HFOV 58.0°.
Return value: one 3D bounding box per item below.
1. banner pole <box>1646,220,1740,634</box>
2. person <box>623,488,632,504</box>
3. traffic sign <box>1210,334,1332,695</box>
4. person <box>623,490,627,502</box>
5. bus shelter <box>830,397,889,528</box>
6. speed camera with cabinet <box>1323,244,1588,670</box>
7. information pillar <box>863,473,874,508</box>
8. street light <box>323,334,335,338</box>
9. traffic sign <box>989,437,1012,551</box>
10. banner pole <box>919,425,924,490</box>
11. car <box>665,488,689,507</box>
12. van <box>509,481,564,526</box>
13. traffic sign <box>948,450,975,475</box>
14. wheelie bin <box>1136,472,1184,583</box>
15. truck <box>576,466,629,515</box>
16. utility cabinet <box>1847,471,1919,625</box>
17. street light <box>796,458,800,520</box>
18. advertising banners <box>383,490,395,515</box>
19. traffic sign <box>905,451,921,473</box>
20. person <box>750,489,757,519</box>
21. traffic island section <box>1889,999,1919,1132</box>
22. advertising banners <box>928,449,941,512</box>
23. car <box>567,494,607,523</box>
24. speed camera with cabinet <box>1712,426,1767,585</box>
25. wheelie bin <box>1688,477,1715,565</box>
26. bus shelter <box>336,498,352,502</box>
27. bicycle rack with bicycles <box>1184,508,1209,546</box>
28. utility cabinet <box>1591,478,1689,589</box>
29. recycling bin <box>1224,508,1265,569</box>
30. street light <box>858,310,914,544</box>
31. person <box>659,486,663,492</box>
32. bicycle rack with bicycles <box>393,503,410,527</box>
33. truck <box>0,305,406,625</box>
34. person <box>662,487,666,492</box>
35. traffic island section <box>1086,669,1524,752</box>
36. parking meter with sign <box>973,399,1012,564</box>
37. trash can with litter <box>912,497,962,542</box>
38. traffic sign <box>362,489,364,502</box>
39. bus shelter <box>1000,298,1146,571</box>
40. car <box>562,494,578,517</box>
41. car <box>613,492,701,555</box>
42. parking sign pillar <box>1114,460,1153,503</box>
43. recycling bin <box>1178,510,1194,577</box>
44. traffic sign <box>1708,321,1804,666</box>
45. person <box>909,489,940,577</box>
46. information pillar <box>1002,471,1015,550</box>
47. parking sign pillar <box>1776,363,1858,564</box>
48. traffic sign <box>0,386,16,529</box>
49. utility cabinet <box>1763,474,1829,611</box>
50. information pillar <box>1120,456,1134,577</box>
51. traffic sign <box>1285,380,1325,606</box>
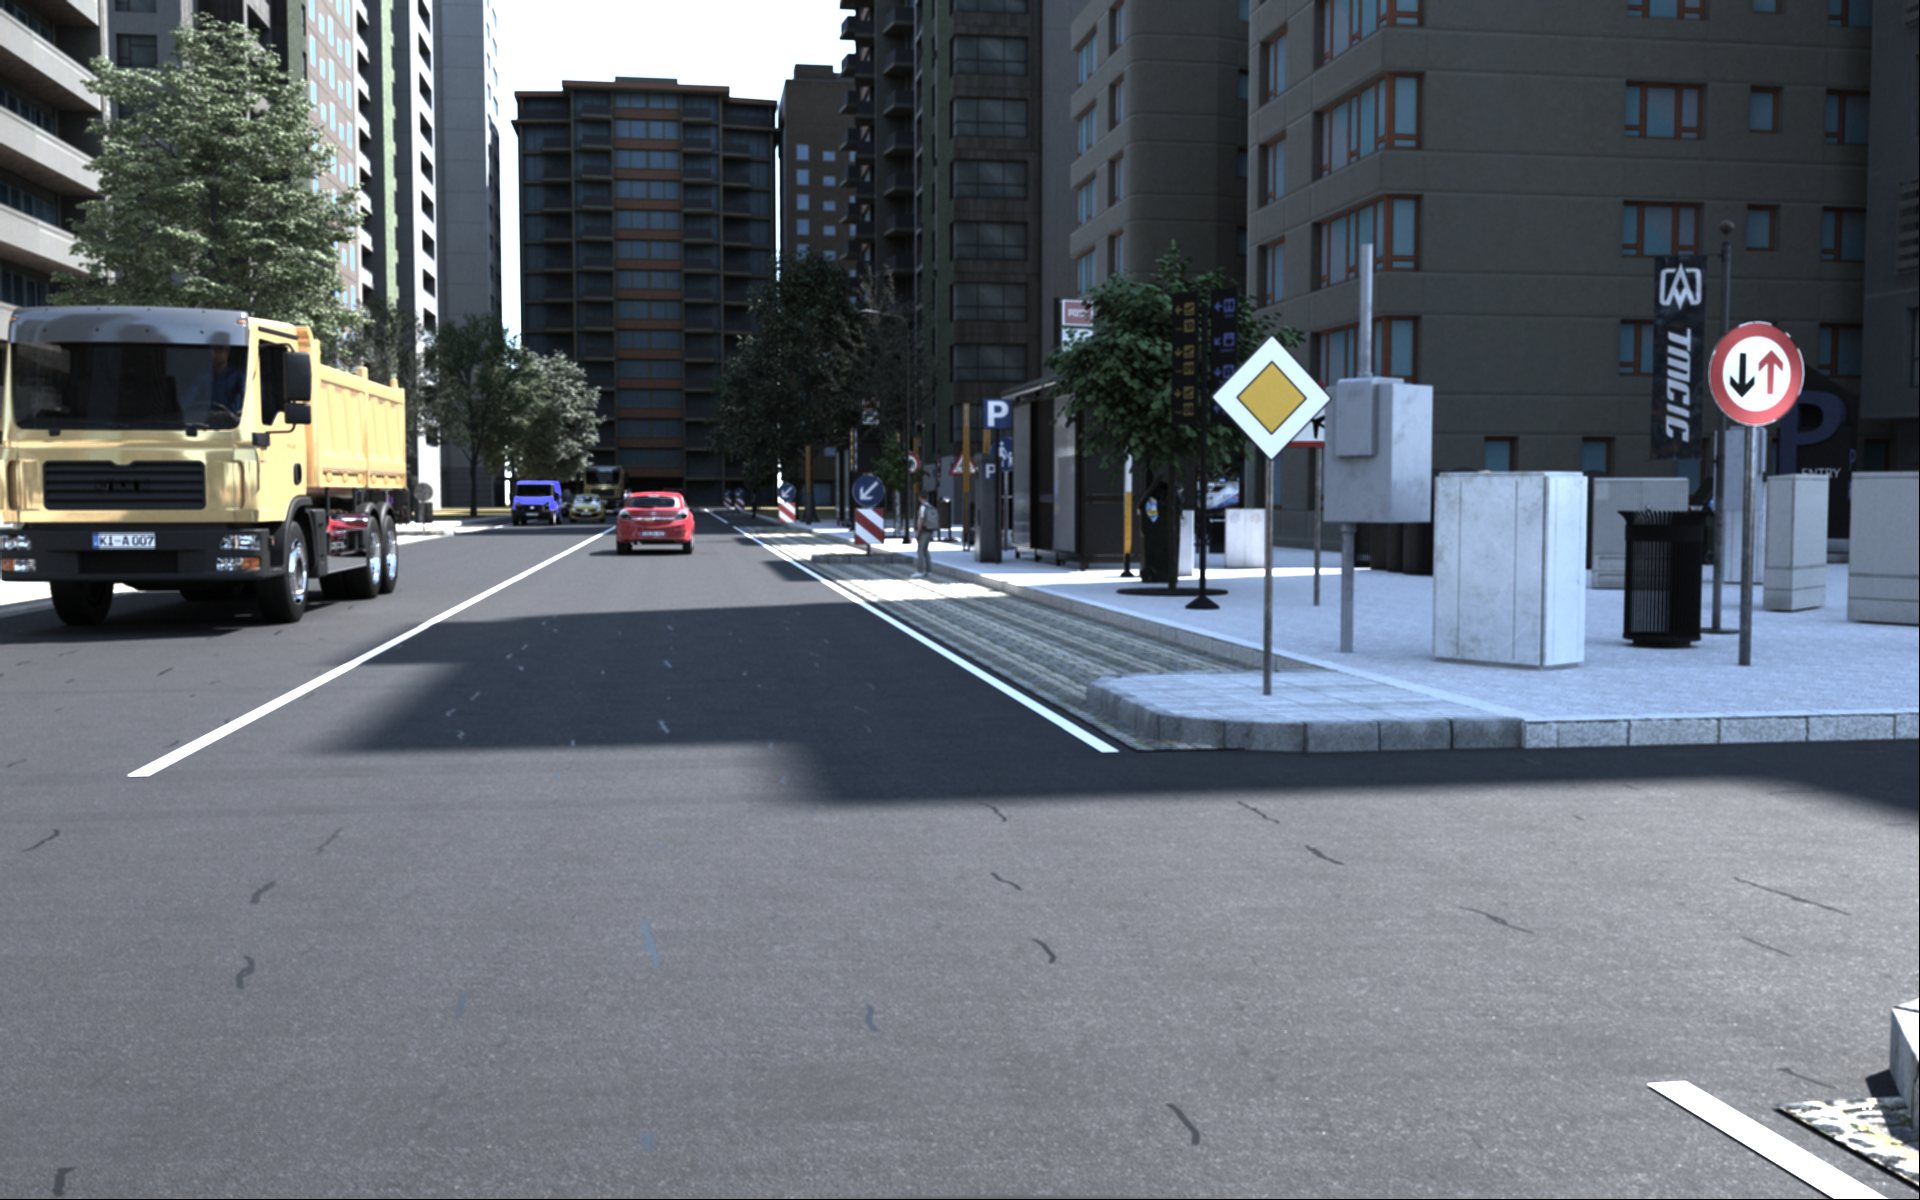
[{"bbox_3d":[6.778,-1.587,15.965,0.863,3.779,0.401,0,4,7],"label":"banner pole"},{"bbox_3d":[-16.228,-4.642,85.334,0.756,1.711,0.436,-1,4,-17],"label":"person"},{"bbox_3d":[1.960,-0.450,10.999,0.795,2.450,0.064,-1,4,-9],"label":"traffic sign"},{"bbox_3d":[-26.931,-8.002,140.065,0.721,1.736,1.217,0,4,8],"label":"person"},{"bbox_3d":[-3.983,-5.600,69.189,2.179,5.291,8.768,-1,4,-9],"label":"bus shelter"},{"bbox_3d":[3.802,-1.166,13.406,0.660,3.252,2.038,-3,5,-39],"label":"speed camera with cabinet"},{"bbox_3d":[-3.251,-3.482,61.416,0.304,2.012,0.304,1,4,14],"label":"information pillar"},{"bbox_3d":[-18.795,-4.750,50.201,1.470,5.913,1.316,-1,4,-9],"label":"street light"},{"bbox_3d":[1.025,-2.374,38.916,0.768,2.556,0.104,0,4,-3],"label":"traffic sign"},{"bbox_3d":[-1.457,-4.459,62.917,0.401,3.779,0.863,-2,4,-27],"label":"banner pole"},{"bbox_3d":[-19.086,-6.479,114.609,2.281,1.827,5.304,-1,4,-11],"label":"car"},{"bbox_3d":[-19.547,-4.633,80.135,2.240,2.365,5.245,-1,4,-8],"label":"van"},{"bbox_3d":[0.118,-2.951,48.257,0.884,2.594,0.081,0,4,-4],"label":"traffic sign"},{"bbox_3d":[2.923,-1.060,25.244,0.693,1.594,0.980,0,4,4],"label":"wheelie bin"},{"bbox_3d":[-24.758,-7.622,120.545,3.469,3.379,9.791,-1,4,-10],"label":"truck"},{"bbox_3d":[9.338,-0.502,16.894,0.318,1.500,1.173,-2,4,-35],"label":"utility cabinet"},{"bbox_3d":[-8.588,-6.902,85.384,1.470,5.913,1.316,-1,4,-9],"label":"street light"},{"bbox_3d":[-21.343,-4.204,64.927,0.090,3.025,2.074,0,4,-5],"label":"advertising banners"},{"bbox_3d":[-1.550,-3.152,51.638,0.768,2.556,0.104,0,4,-1],"label":"traffic sign"},{"bbox_3d":[-12.171,-5.646,101.529,0.721,1.735,1.217,-1,4,-12],"label":"person"},{"bbox_3d":[3.261,1.167,3.197,2.009,0.180,2.903,-1,4,-9],"label":"traffic island section"},{"bbox_3d":[-0.996,-4.370,67.633,0.090,3.025,2.074,-1,4,-14],"label":"advertising banners"},{"bbox_3d":[-18.918,-4.755,87.965,2.015,1.641,3.980,-1,4,-10],"label":"car"},{"bbox_3d":[11.055,-1.838,24.389,0.660,3.252,2.038,2,4,32],"label":"speed camera with cabinet"},{"bbox_3d":[13.751,-1.452,31.641,0.693,1.594,0.980,0,4,-1],"label":"wheelie bin"},{"bbox_3d":[-23.271,-4.400,63.222,1.731,3.624,6.357,-1,4,-9],"label":"bus shelter"},{"bbox_3d":[5.824,-1.839,43.446,2.925,0.926,2.852,1,4,19],"label":"bicycle rack with bicycles"},{"bbox_3d":[9.126,-0.892,23.267,1.173,1.500,0.318,1,4,17],"label":"utility cabinet"},{"bbox_3d":[5.010,-1.069,30.034,0.722,1.027,0.722,1,4,20],"label":"recycling bin"},{"bbox_3d":[-1.878,-4.368,43.958,1.470,5.913,1.316,-1,4,-9],"label":"street light"},{"bbox_3d":[-15.975,-5.174,92.721,1.348,1.869,0.705,-1,4,-11],"label":"person"},{"bbox_3d":[-23.045,-3.355,68.235,2.852,0.926,2.925,-2,4,-23],"label":"bicycle rack with bicycles"},{"bbox_3d":[-8.917,-1.547,21.221,3.469,3.379,9.791,-1,4,-8],"label":"truck"},{"bbox_3d":[-15.638,-5.083,91.585,0.705,1.826,1.348,1,4,9],"label":"person"},{"bbox_3d":[1.982,0.685,11.080,2.009,0.180,2.903,-1,4,-9],"label":"traffic island section"},{"bbox_3d":[0.555,-2.222,32.597,0.543,3.016,1.738,-1,4,-9],"label":"parking meter with sign"},{"bbox_3d":[-0.561,-2.179,46.677,1.678,1.210,2.233,-3,4,-36],"label":"trash can with litter"},{"bbox_3d":[-25.098,-4.450,72.766,0.884,2.594,0.081,0,4,-1],"label":"traffic sign"},{"bbox_3d":[2.122,-3.398,33.181,2.179,5.291,8.768,-1,4,-9],"label":"bus shelter"},{"bbox_3d":[-24.078,-6.031,108.397,2.009,1.686,4.222,0,4,-7],"label":"car"},{"bbox_3d":[-7.474,-2.055,42.637,2.155,1.783,4.494,0,4,-8],"label":"car"},{"bbox_3d":[5.106,-3.824,50.987,1.447,3.967,1.447,-3,4,-36],"label":"parking sign pillar"},{"bbox_3d":[3.245,-0.892,27.145,0.722,1.027,0.722,0,4,-3],"label":"recycling bin"},{"bbox_3d":[5.878,-0.782,12.898,0.768,2.556,0.104,-1,4,-9],"label":"traffic sign"},{"bbox_3d":[-0.626,-1.149,29.881,0.523,1.515,0.503,0,4,-7],"label":"person"},{"bbox_3d":[1.099,-2.181,40.156,0.304,2.012,0.304,-3,5,-42],"label":"information pillar"},{"bbox_3d":[16.070,-2.694,32.514,1.447,3.967,1.447,-3,5,-45],"label":"parking sign pillar"},{"bbox_3d":[-18.221,-2.376,32.716,2.265,3.308,0.079,0,4,-3],"label":"traffic sign"},{"bbox_3d":[9.276,-0.645,19.229,0.318,1.500,1.173,3,5,43],"label":"utility cabinet"},{"bbox_3d":[2.594,-2.164,26.730,0.183,3.616,0.504,0,4,2],"label":"information pillar"},{"bbox_3d":[4.098,-1.213,19.831,0.884,2.594,0.081,0,3,0],"label":"traffic sign"}]
